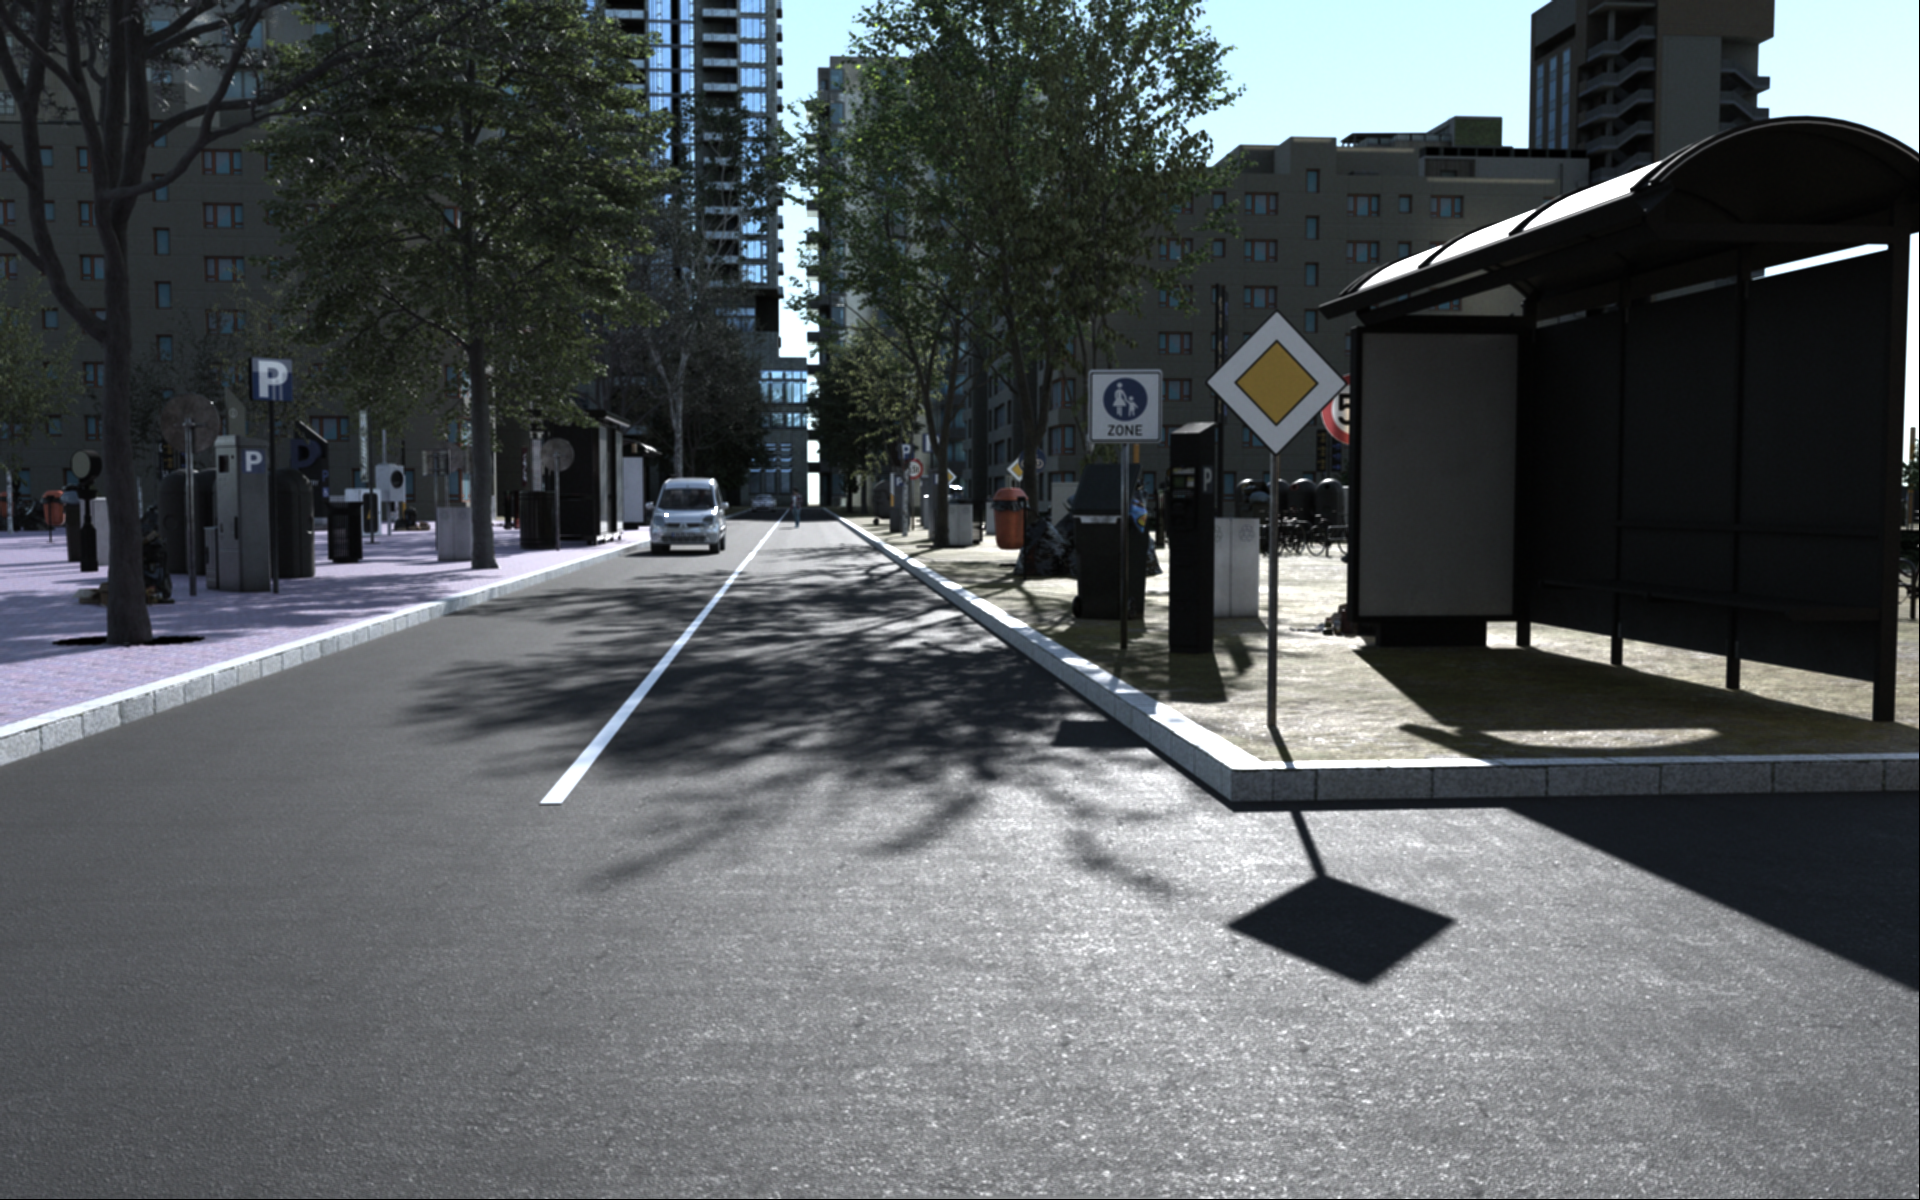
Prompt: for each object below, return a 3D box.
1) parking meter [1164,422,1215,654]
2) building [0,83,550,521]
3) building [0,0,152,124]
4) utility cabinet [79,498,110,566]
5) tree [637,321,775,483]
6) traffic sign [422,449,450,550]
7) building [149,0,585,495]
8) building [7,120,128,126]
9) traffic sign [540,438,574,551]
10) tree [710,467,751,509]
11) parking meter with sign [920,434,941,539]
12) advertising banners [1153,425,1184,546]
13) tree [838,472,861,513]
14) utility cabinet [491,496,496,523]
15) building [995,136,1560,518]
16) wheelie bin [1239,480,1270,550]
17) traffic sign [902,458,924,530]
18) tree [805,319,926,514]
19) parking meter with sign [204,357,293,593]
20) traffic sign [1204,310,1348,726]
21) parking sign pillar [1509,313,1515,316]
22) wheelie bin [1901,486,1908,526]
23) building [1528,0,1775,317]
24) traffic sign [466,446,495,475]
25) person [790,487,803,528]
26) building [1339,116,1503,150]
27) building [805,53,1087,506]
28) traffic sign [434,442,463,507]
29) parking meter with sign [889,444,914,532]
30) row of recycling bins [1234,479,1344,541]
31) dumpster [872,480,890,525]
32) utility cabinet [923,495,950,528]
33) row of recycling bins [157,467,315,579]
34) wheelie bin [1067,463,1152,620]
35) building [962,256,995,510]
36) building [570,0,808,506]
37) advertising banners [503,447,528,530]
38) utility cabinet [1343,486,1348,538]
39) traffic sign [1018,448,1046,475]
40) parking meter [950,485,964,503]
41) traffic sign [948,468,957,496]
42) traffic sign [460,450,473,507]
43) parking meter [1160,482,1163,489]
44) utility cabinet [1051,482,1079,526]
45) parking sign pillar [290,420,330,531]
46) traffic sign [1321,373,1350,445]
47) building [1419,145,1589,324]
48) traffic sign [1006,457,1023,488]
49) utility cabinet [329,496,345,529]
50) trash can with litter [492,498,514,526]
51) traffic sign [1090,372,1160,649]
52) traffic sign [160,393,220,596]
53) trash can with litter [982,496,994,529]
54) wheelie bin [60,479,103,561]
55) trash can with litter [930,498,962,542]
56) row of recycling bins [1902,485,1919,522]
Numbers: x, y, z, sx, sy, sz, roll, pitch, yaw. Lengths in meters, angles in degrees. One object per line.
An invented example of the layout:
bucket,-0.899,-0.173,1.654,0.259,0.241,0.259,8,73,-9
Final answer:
parking meter,1.876,-0.508,14.015,0.255,1.863,0.399,2,4,32
building,-38.918,-15.351,96.033,27.650,21.520,28.899,0,4,-5
building,-84.730,-36.462,185.393,27.495,52.752,28.713,0,4,-5
utility cabinet,-15.392,-1.228,31.234,0.306,1.237,1.020,1,4,10
tree,-16.110,-11.721,108.646,9.611,12.733,9.660,0,3,0
traffic sign,-11.952,-2.288,39.534,0.606,2.300,0.079,0,4,-3
building,-45.165,-31.446,133.753,30.456,49.044,23.786,0,4,-5
building,-68.312,-22.385,137.699,14.107,30.474,14.160,0,4,-5
traffic sign,-9.144,-2.398,39.318,0.768,2.556,0.104,0,4,-1
tree,-19.525,-9.974,146.784,4.285,4.588,4.351,0,3,0
parking meter with sign,-0.670,-3.238,49.206,0.543,3.016,1.738,-1,4,-10
advertising banners,5.356,-2.893,43.489,0.090,3.025,2.074,2,4,33
tree,-7.419,-7.683,120.223,1.663,3.219,1.824,0,3,0
utility cabinet,-21.092,-4.073,77.749,0.306,1.237,1.020,0,4,-3
building,17.747,-16.101,108.289,27.650,21.520,28.899,0,4,-5
wheelie bin,6.880,-1.969,40.099,0.693,1.594,0.980,-1,4,-23
traffic sign,-1.668,-3.744,61.318,0.768,2.556,0.104,0,4,1
tree,-6.097,-11.856,111.972,7.486,12.596,7.792,0,3,0
parking meter with sign,-9.455,-1.626,22.853,1.738,3.016,0.543,3,5,42
traffic sign,1.725,-0.360,9.537,0.795,2.450,0.064,0,4,-5
parking sign pillar,7.760,-2.318,26.365,1.447,3.967,1.447,2,4,29
wheelie bin,38.078,-3.808,70.174,0.693,1.594,0.980,-3,4,-39
building,57.807,-30.391,146.995,14.200,45.320,14.600,0,4,-5
traffic sign,-10.187,-2.120,36.798,0.606,2.300,0.079,0,4,1
person,-6.963,-3.948,73.893,0.563,1.720,0.643,2,4,29
building,49.797,-30.995,190.370,14.086,41.232,14.154,0,4,-5
building,-1.633,-34.926,190.640,30.456,49.044,23.786,0,4,-5
traffic sign,-12.445,-2.565,42.038,0.768,2.556,0.104,0,4,-3
parking meter with sign,-2.007,-3.836,58.975,0.543,3.016,1.738,1,4,11
row of recycling bins,9.272,-2.553,48.850,3.534,1.692,1.069,3,5,44
dumpster,-3.039,-4.118,73.093,1.264,1.857,1.865,0,4,-5
utility cabinet,-0.882,-3.260,64.459,1.020,1.237,0.306,3,4,36
row of recycling bins,-11.477,-1.238,27.350,3.534,1.692,1.069,2,4,35
wheelie bin,1.550,-0.612,17.914,0.980,1.594,0.693,2,4,31
building,15.298,-17.859,137.031,27.650,21.520,28.899,0,4,-5
building,-32.182,-53.424,186.146,31.000,86.520,22.319,0,4,-5
advertising banners,-16.265,-4.117,63.499,0.090,3.025,2.074,1,4,11
utility cabinet,11.489,-2.515,49.793,1.173,1.500,0.318,0,4,5
traffic sign,1.942,-2.855,46.787,0.768,2.556,0.104,0,4,-5
parking meter,-0.086,-2.417,47.921,0.372,1.533,0.369,0,3,0
traffic sign,-0.531,-4.636,76.988,0.795,2.450,0.064,0,4,-4
traffic sign,-12.874,-2.787,45.673,0.768,2.556,0.104,0,4,-1
parking meter,9.456,-4.574,80.496,0.255,1.863,0.399,2,4,31
utility cabinet,2.213,-1.444,32.287,0.318,1.500,1.173,-3,4,-39
parking sign pillar,-22.865,-4.429,60.879,1.447,3.967,1.447,1,4,16
traffic sign,4.166,-1.110,18.249,0.768,2.556,0.104,0,4,0
building,43.574,-22.977,147.382,14.107,30.474,14.160,0,4,-5
traffic sign,1.809,-3.163,52.907,0.795,2.450,0.064,0,4,1
utility cabinet,-23.143,-3.267,64.571,1.020,1.237,0.306,2,4,26
trash can with litter,-18.416,-3.590,69.761,1.678,1.210,2.233,2,4,35
traffic sign,1.360,-0.746,14.323,0.606,2.300,0.079,0,4,4
traffic sign,-9.691,-1.327,21.808,0.768,2.556,0.104,0,4,1
trash can with litter,1.508,-3.191,63.234,2.233,1.210,1.678,-3,5,-39
wheelie bin,-16.797,-1.543,33.141,0.693,1.594,0.980,-1,4,-23
trash can with litter,-0.285,-2.119,46.040,0.624,1.170,1.055,3,4,36
row of recycling bins,43.997,-4.432,79.574,1.069,1.692,3.534,0,4,-4
